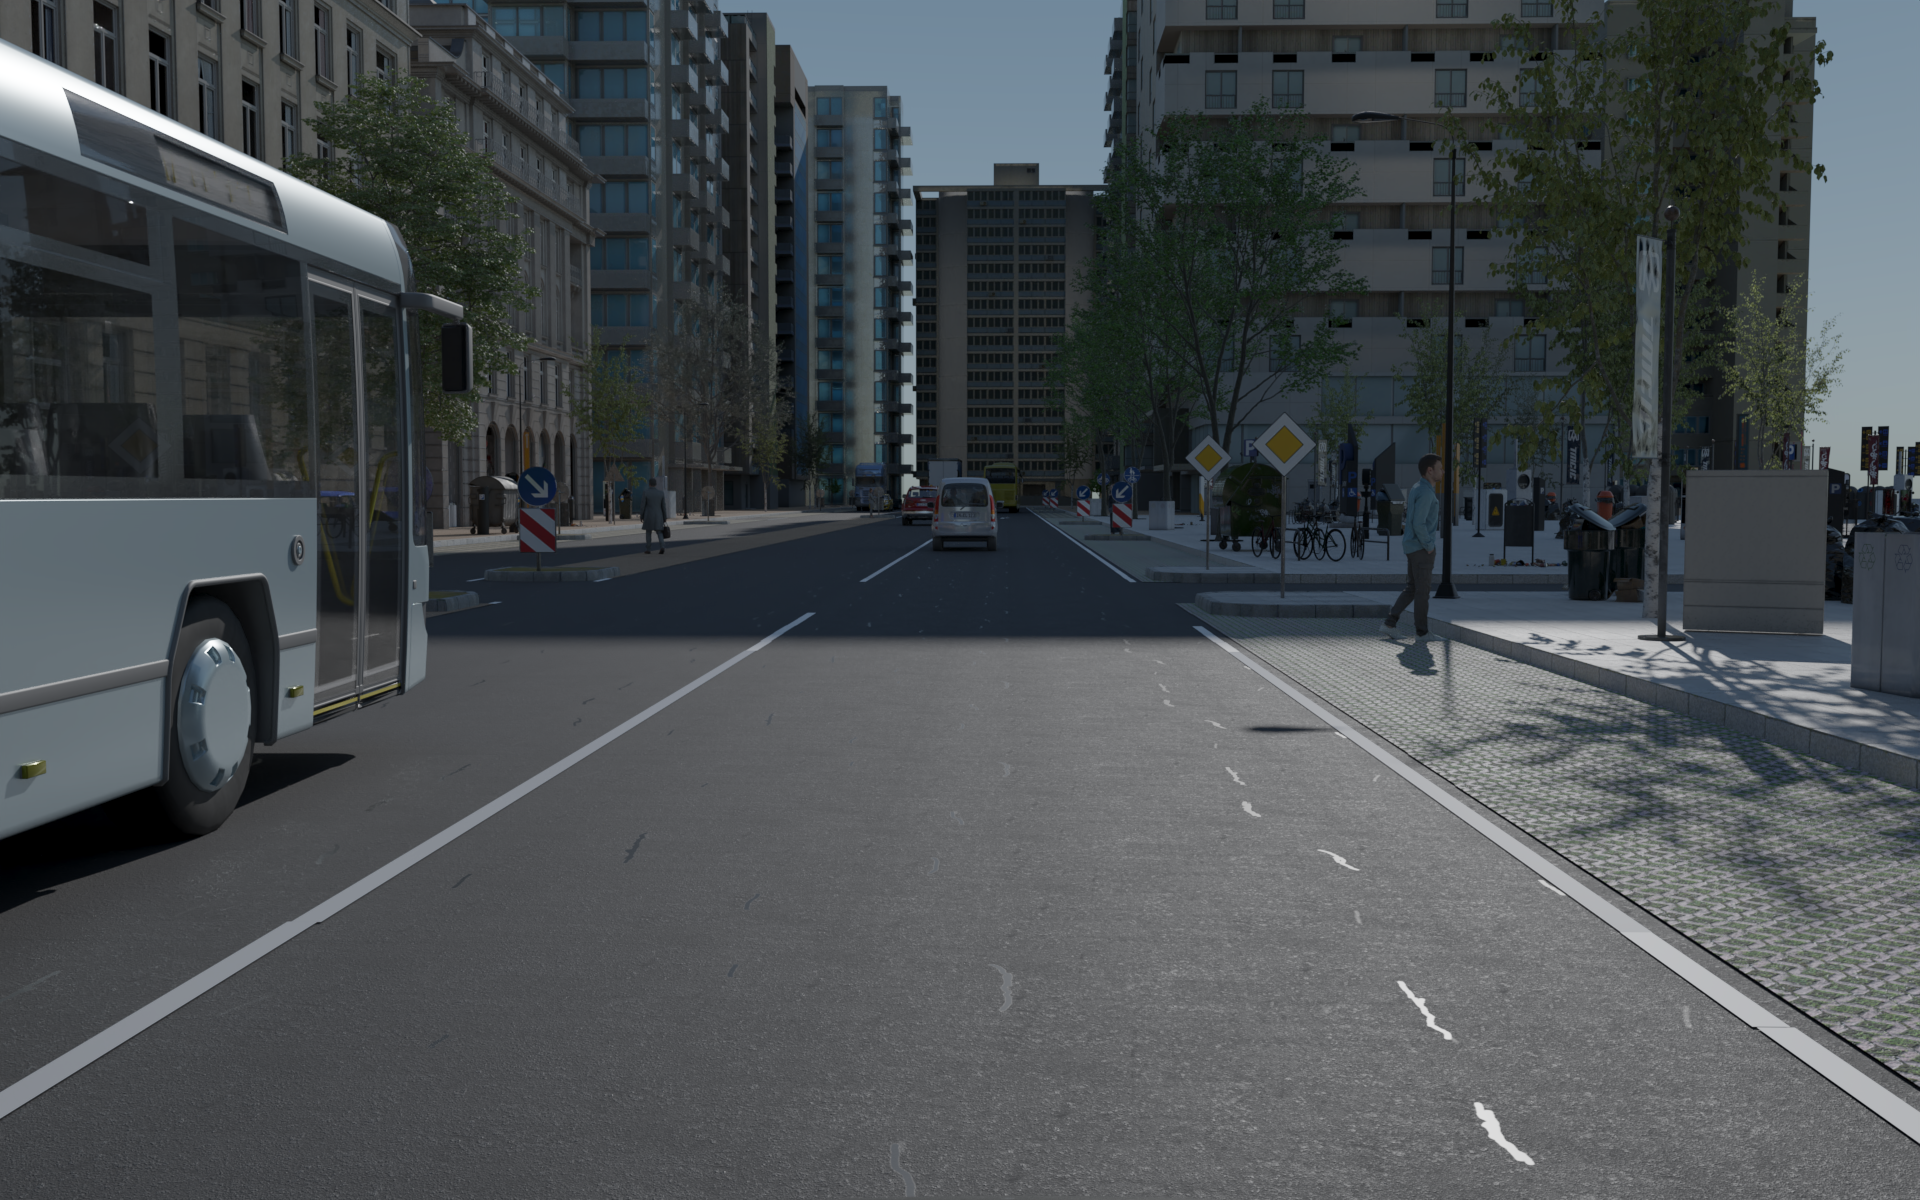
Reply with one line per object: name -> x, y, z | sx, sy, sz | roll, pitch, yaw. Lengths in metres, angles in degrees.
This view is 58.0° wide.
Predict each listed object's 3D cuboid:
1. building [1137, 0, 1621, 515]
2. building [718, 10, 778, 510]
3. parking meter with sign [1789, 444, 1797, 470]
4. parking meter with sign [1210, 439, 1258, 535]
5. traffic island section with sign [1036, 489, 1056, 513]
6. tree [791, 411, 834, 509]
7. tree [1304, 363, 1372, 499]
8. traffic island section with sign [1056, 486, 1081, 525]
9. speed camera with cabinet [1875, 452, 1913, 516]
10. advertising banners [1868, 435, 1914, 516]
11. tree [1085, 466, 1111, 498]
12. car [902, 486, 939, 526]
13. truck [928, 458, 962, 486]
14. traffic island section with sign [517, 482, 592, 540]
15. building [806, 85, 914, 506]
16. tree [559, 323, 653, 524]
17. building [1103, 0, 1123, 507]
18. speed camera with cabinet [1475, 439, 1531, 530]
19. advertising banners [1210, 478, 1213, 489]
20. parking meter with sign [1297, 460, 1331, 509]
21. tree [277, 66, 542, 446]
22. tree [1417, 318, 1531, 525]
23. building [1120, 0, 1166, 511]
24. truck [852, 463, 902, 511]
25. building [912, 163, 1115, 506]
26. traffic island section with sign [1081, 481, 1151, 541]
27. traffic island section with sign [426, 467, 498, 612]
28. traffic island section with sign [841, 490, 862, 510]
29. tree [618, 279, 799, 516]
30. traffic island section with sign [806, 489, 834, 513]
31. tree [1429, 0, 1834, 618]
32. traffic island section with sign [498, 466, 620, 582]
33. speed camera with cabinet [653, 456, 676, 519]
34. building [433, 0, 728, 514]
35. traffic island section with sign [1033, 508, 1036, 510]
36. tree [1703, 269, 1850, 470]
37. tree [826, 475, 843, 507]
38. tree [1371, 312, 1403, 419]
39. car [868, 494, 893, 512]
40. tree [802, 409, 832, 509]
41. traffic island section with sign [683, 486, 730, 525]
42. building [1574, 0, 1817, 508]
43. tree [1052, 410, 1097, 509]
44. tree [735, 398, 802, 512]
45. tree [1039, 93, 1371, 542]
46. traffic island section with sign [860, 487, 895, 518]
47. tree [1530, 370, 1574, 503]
building -> 26.314, -32.292, 117.217 | 28.713, 52.752, 27.495 | 0, 4, 2
building -> -23.038, -28.096, 142.965 | 14.154, 41.232, 14.086 | 0, 4, 2
parking meter with sign -> 29.903, -3.942, 60.708 | 1.738, 3.016, 0.543 | 0, 4, -4
parking meter with sign -> 8.623, -3.567, 54.589 | 1.738, 3.016, 0.543 | -3, 5, -40
traffic island section with sign -> 6.978, -7.488, 131.059 | 1.989, 1.847, 2.006 | 0, 4, 2
tree -> -12.881, -12.406, 153.205 | 4.737, 8.622, 4.395 | 0, 3, 0
tree -> 21.198, -8.989, 97.325 | 4.737, 8.622, 4.395 | 0, 3, 0
traffic island section with sign -> 5.634, -4.430, 81.050 | 1.989, 1.847, 2.006 | 0, 4, 2
speed camera with cabinet -> 43.186, -5.241, 80.033 | 2.038, 3.252, 0.660 | -2, 4, -31
advertising banners -> 27.087, -3.320, 50.465 | 0.090, 3.025, 2.074 | 0, 4, -7
tree -> 10.072, -7.912, 123.957 | 1.663, 3.219, 1.824 | 0, 3, 0
car -> -1.583, -4.377, 80.241 | 2.281, 1.827, 5.304 | 0, 4, 2
truck -> -1.125, -9.338, 141.583 | 2.839, 4.237, 11.283 | 0, 4, 2
traffic island section with sign -> -12.680, -2.800, 54.415 | 1.989, 1.847, 2.006 | 0, 4, 2
building -> -20.701, -35.677, 202.927 | 30.456, 49.044, 23.786 | 0, 4, 2
tree -> -15.088, -7.590, 74.455 | 4.737, 8.622, 4.395 | 0, 3, 0
building -> 24.810, -33.087, 160.585 | 23.786, 49.044, 30.456 | 0, 4, 2
speed camera with cabinet -> 19.310, -4.110, 61.535 | 2.038, 3.252, 0.660 | -2, 4, -24
advertising banners -> 14.845, -6.329, 99.662 | 0.090, 3.025, 2.074 | 3, 5, 42
parking meter with sign -> 18.439, -5.740, 90.105 | 1.738, 3.016, 0.543 | 1, 4, 22
tree -> -14.909, -7.858, 46.608 | 7.486, 12.596, 7.792 | 0, 3, 0
tree -> 21.226, -7.447, 72.114 | 4.360, 8.622, 3.978 | 0, 3, 0
building -> 19.839, -27.836, 138.721 | 14.154, 41.232, 14.086 | 0, 4, 2
truck -> -7.164, -10.041, 153.926 | 2.967, 4.110, 18.799 | 0, 4, 3
building -> 6.609, -31.445, 205.999 | 23.993, 40.220, 32.217 | 0, 4, 2
traffic island section with sign -> 4.887, -2.771, 53.931 | 1.989, 1.847, 2.006 | 0, 4, 2
traffic island section with sign -> -7.184, -0.842, 21.900 | 2.006, 1.907, 1.989 | 0, 4, 2
traffic island section with sign -> -9.840, -9.210, 159.204 | 1.989, 1.847, 2.006 | 0, 4, 2
tree -> -14.339, -11.556, 99.306 | 12.009, 13.543, 11.850 | 0, 3, 0
traffic island section with sign -> -10.584, -7.526, 131.685 | 1.989, 1.847, 2.006 | 0, 4, 2
tree -> 7.163, -4.134, 17.954 | 4.737, 8.622, 4.395 | 0, 3, 0
traffic island section with sign -> -6.974, -1.295, 29.304 | 2.006, 1.907, 1.989 | 0, 4, 2
speed camera with cabinet -> -15.399, -5.865, 90.233 | 0.660, 3.252, 2.038 | 1, 4, 9
building -> -28.436, -30.644, 120.635 | 23.786, 49.044, 30.456 | 0, 4, 2
traffic island section with sign -> 7.703, -9.136, 158.004 | 1.989, 1.847, 2.006 | 0, 4, 2
tree -> 26.878, -6.538, 57.258 | 4.360, 8.622, 3.978 | 0, 3, 0
tree -> -12.822, -11.264, 178.769 | 1.663, 3.219, 1.824 | 0, 3, 0
tree -> 17.895, -6.972, 64.360 | 4.737, 8.622, 4.395 | 0, 3, 0
car -> -6.470, -8.066, 142.107 | 2.015, 1.641, 3.980 | 0, 4, 3
tree -> -13.104, -12.103, 148.254 | 4.360, 8.622, 3.978 | 0, 3, 0
traffic island section with sign -> -11.928, -4.480, 81.883 | 1.989, 1.847, 2.006 | 0, 4, 2
building -> 68.200, -33.095, 164.806 | 21.600, 48.544, 21.300 | 0, 4, 2
tree -> 9.904, -12.313, 151.673 | 4.737, 8.622, 4.395 | 0, 3, 0
tree -> -14.110, -10.687, 125.087 | 4.360, 8.622, 3.978 | 0, 3, 0
tree -> 7.037, -7.378, 46.382 | 9.928, 11.665, 9.643 | 0, 3, 0
traffic island section with sign -> -4.948, -5.889, 104.416 | 2.006, 1.907, 1.989 | 0, 4, 2
tree -> 33.423, -9.208, 100.909 | 4.360, 8.622, 3.978 | 0, 3, 0
